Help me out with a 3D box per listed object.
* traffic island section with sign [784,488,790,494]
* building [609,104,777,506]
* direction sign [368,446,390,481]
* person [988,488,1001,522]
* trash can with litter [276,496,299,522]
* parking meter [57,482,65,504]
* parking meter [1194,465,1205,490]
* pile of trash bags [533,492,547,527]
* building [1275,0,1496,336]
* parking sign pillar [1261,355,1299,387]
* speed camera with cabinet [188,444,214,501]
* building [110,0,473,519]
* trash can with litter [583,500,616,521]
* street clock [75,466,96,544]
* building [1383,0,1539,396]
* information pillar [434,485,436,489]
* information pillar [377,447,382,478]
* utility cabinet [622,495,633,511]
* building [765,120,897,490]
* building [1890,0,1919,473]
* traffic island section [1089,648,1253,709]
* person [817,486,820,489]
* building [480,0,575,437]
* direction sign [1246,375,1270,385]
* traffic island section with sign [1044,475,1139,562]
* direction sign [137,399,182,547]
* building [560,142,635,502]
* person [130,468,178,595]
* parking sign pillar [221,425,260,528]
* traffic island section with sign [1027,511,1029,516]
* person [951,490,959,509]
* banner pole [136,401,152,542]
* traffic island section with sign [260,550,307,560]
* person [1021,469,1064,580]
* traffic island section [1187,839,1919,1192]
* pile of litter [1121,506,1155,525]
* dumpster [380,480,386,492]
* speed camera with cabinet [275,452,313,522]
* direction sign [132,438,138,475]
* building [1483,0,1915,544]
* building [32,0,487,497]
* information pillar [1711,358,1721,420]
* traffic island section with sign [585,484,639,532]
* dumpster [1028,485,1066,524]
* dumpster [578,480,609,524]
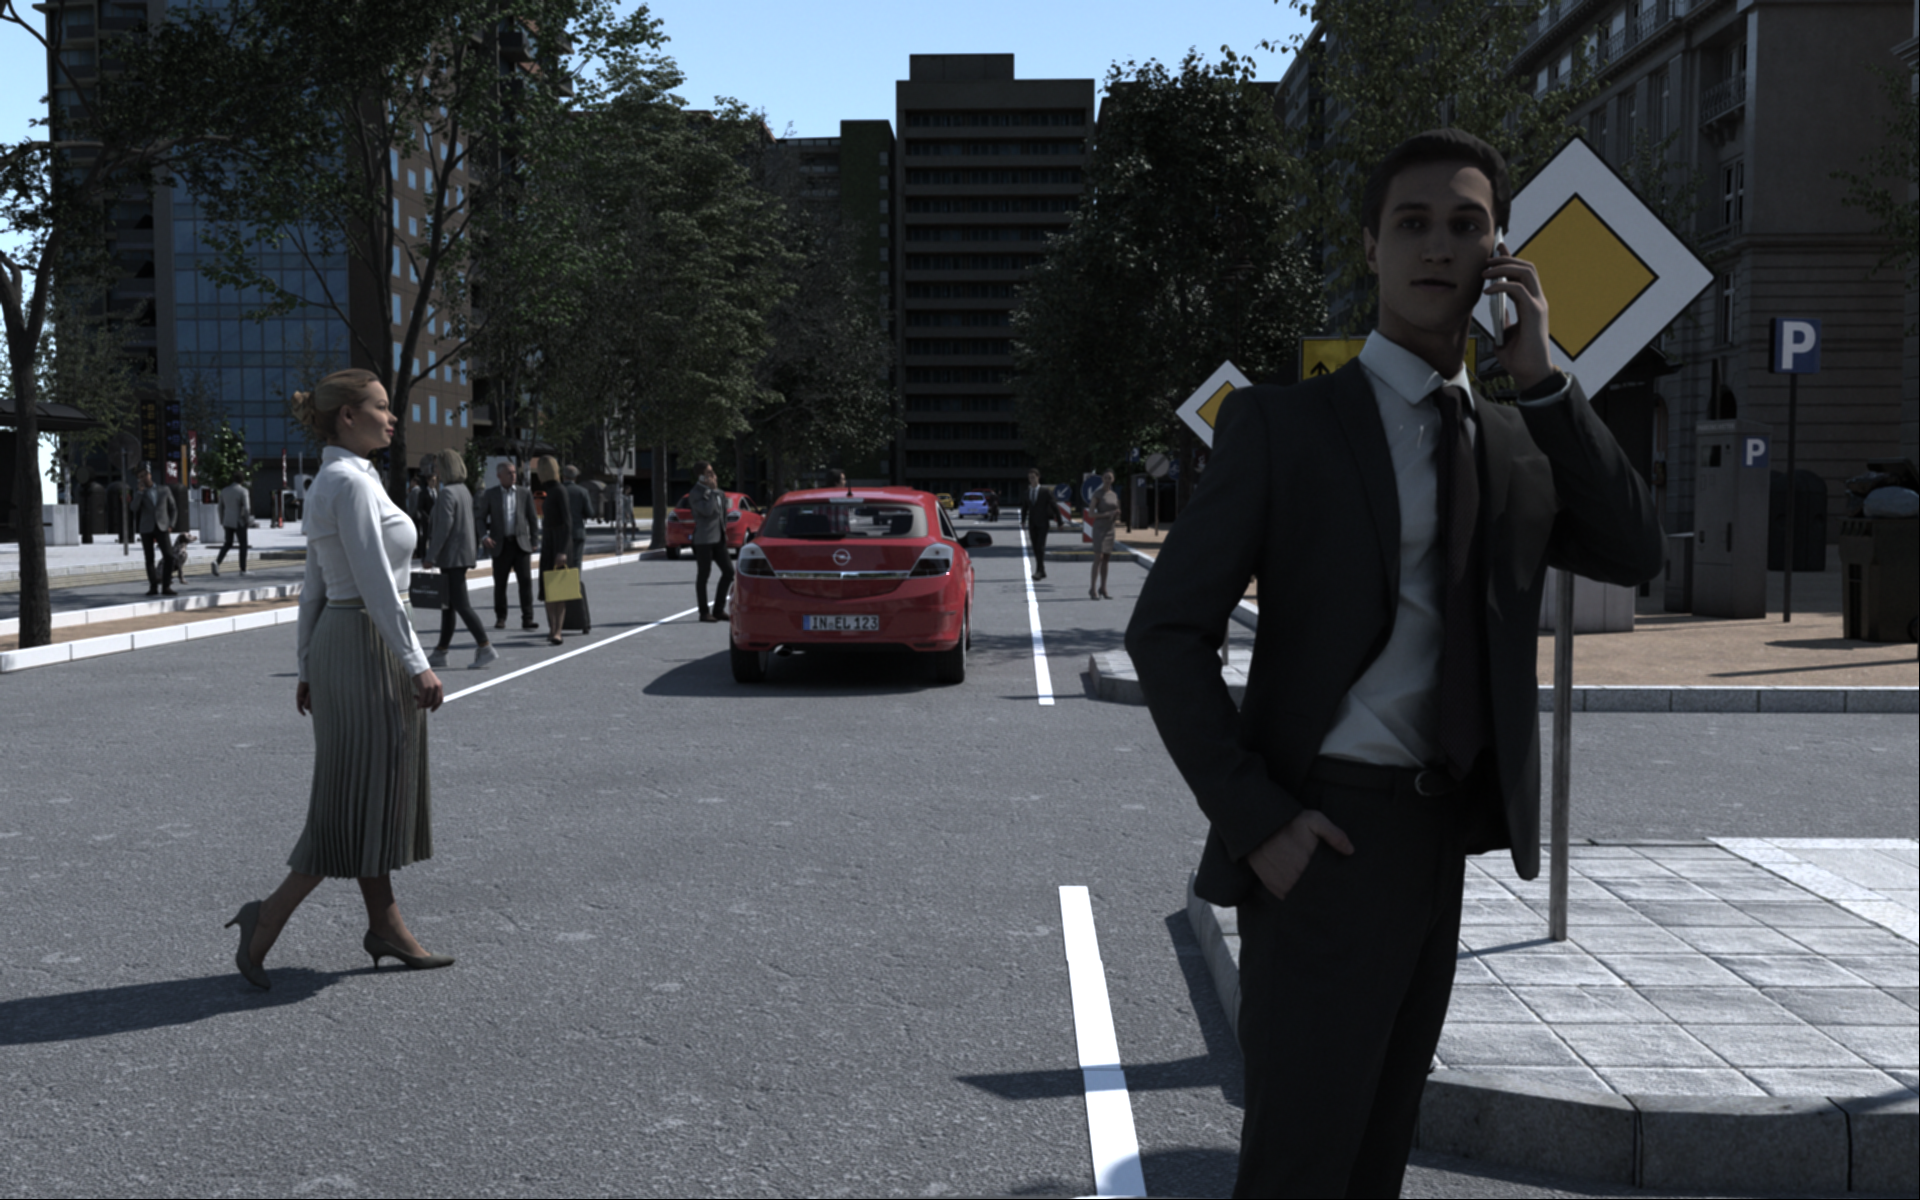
[{"bbox_3d":[-11.603,-6.541,115.574,1.989,1.847,2.006,0,4,2],"label":"traffic island section with sign"},{"bbox_3d":[-35.678,-33.216,197.700,28.867,44.769,22.147,0,4,2],"label":"building"},{"bbox_3d":[-19.344,-4.027,57.833,0.876,3.537,0.379,1,4,15],"label":"direction sign"},{"bbox_3d":[1.784,-4.903,89.460,0.445,1.727,0.742,2,4,30],"label":"person"},{"bbox_3d":[-30.645,-4.120,78.745,0.624,1.170,1.055,3,5,44],"label":"trash can with litter"},{"bbox_3d":[-43.787,-4.819,84.502,0.255,1.863,0.399,2,4,35],"label":"parking meter"},{"bbox_3d":[5.394,-2.021,38.754,0.255,1.863,0.399,-1,4,-9],"label":"parking meter"},{"bbox_3d":[-17.818,-3.543,67.684,3.447,1.369,1.912,0,4,-3],"label":"pile of trash bags"},{"bbox_3d":[38.717,-27.181,136.295,32.217,40.220,23.993,0,4,2],"label":"building"},{"bbox_3d":[5.783,-2.568,30.456,1.447,3.967,1.447,2,4,34],"label":"parking sign pillar"},{"bbox_3d":[-30.420,-4.526,68.333,2.038,3.252,0.660,2,4,25],"label":"speed camera with cabinet"},{"bbox_3d":[-36.302,-27.262,95.840,14.600,45.320,14.200,0,4,2],"label":"building"},{"bbox_3d":[-16.786,-4.358,82.303,2.233,1.210,1.678,0,4,1],"label":"trash can with litter"},{"bbox_3d":[-22.538,-2.453,44.671,0.471,2.002,0.358,1,4,15],"label":"street clock"},{"bbox_3d":[26.063,-15.178,77.038,11.050,23.489,19.941,0,4,2],"label":"building"},{"bbox_3d":[-25.042,-4.757,82.276,0.304,2.012,0.304,-2,4,-26],"label":"information pillar"},{"bbox_3d":[-22.174,-4.572,66.115,0.183,3.616,0.504,0,4,0],"label":"information pillar"},{"bbox_3d":[-16.636,-4.566,85.818,0.306,1.237,1.020,2,4,29],"label":"utility cabinet"},{"bbox_3d":[-14.189,-31.137,192.689,14.086,41.232,14.154,0,4,2],"label":"building"},{"bbox_3d":[32.858,-14.349,31.872,25.104,27.353,12.463,0,4,2],"label":"building"},{"bbox_3d":[2.005,0.569,12.985,2.009,0.180,2.903,0,4,2],"label":"traffic island section"},{"bbox_3d":[-6.775,-4.527,82.505,0.713,1.824,0.794,2,4,31],"label":"person"},{"bbox_3d":[-38.896,-28.330,117.815,22.147,44.769,28.867,0,4,2],"label":"building"},{"bbox_3d":[5.757,-2.517,33.150,0.876,3.537,0.379,-2,4,-30],"label":"direction sign"},{"bbox_3d":[2.825,-1.770,37.570,1.989,1.847,2.006,0,4,2],"label":"traffic island section with sign"},{"bbox_3d":[-19.203,-3.039,41.681,0.876,3.537,0.379,-2,4,-34],"label":"direction sign"},{"bbox_3d":[-35.014,-22.815,144.718,14.107,30.474,14.160,0,4,2],"label":"building"},{"bbox_3d":[-11.409,-0.971,24.555,0.592,1.802,0.473,-1,4,-11],"label":"person"},{"bbox_3d":[-27.266,-4.706,65.410,1.447,3.967,1.447,1,4,13],"label":"parking sign pillar"},{"bbox_3d":[5.341,-6.487,114.685,1.989,1.847,2.006,0,4,2],"label":"traffic island section with sign"},{"bbox_3d":[-0.484,-9.459,163.295,0.705,1.807,1.348,-3,4,-37],"label":"person"},{"bbox_3d":[-22.072,-3.483,46.968,0.401,3.779,0.863,0,4,-3],"label":"banner pole"},{"bbox_3d":[-14.134,-1.820,38.383,1.989,1.847,2.006,0,4,2],"label":"traffic island section with sign"},{"bbox_3d":[1.282,-1.256,28.810,0.659,1.850,0.755,2,4,30],"label":"person"},{"bbox_3d":[1.744,1.057,5.005,2.009,0.180,2.903,0,4,2],"label":"traffic island section"},{"bbox_3d":[7.483,-3.577,72.454,1.176,0.858,1.719,-2,4,-24],"label":"pile of litter"},{"bbox_3d":[-19.244,-3.201,54.824,1.502,2.255,1.985,0,4,2],"label":"dumpster"},{"bbox_3d":[-31.211,-5.303,81.047,0.660,3.252,2.038,2,4,24],"label":"speed camera with cabinet"},{"bbox_3d":[-33.249,-4.785,70.238,0.876,3.537,0.379,2,4,26],"label":"direction sign"},{"bbox_3d":[26.247,-13.033,54.894,13.314,21.916,24.055,0,4,2],"label":"building"},{"bbox_3d":[-56.897,-29.766,141.304,28.867,44.769,22.147,0,4,2],"label":"building"},{"bbox_3d":[13.122,-2.372,30.139,0.183,3.616,0.504,2,4,31],"label":"information pillar"},{"bbox_3d":[-13.243,-3.481,65.544,1.989,1.847,2.006,0,4,2],"label":"traffic island section with sign"},{"bbox_3d":[4.113,-4.485,81.551,1.865,1.857,1.264,0,4,0],"label":"dumpster"},{"bbox_3d":[-15.834,-4.198,74.401,1.264,1.857,1.865,0,4,2],"label":"dumpster"}]
